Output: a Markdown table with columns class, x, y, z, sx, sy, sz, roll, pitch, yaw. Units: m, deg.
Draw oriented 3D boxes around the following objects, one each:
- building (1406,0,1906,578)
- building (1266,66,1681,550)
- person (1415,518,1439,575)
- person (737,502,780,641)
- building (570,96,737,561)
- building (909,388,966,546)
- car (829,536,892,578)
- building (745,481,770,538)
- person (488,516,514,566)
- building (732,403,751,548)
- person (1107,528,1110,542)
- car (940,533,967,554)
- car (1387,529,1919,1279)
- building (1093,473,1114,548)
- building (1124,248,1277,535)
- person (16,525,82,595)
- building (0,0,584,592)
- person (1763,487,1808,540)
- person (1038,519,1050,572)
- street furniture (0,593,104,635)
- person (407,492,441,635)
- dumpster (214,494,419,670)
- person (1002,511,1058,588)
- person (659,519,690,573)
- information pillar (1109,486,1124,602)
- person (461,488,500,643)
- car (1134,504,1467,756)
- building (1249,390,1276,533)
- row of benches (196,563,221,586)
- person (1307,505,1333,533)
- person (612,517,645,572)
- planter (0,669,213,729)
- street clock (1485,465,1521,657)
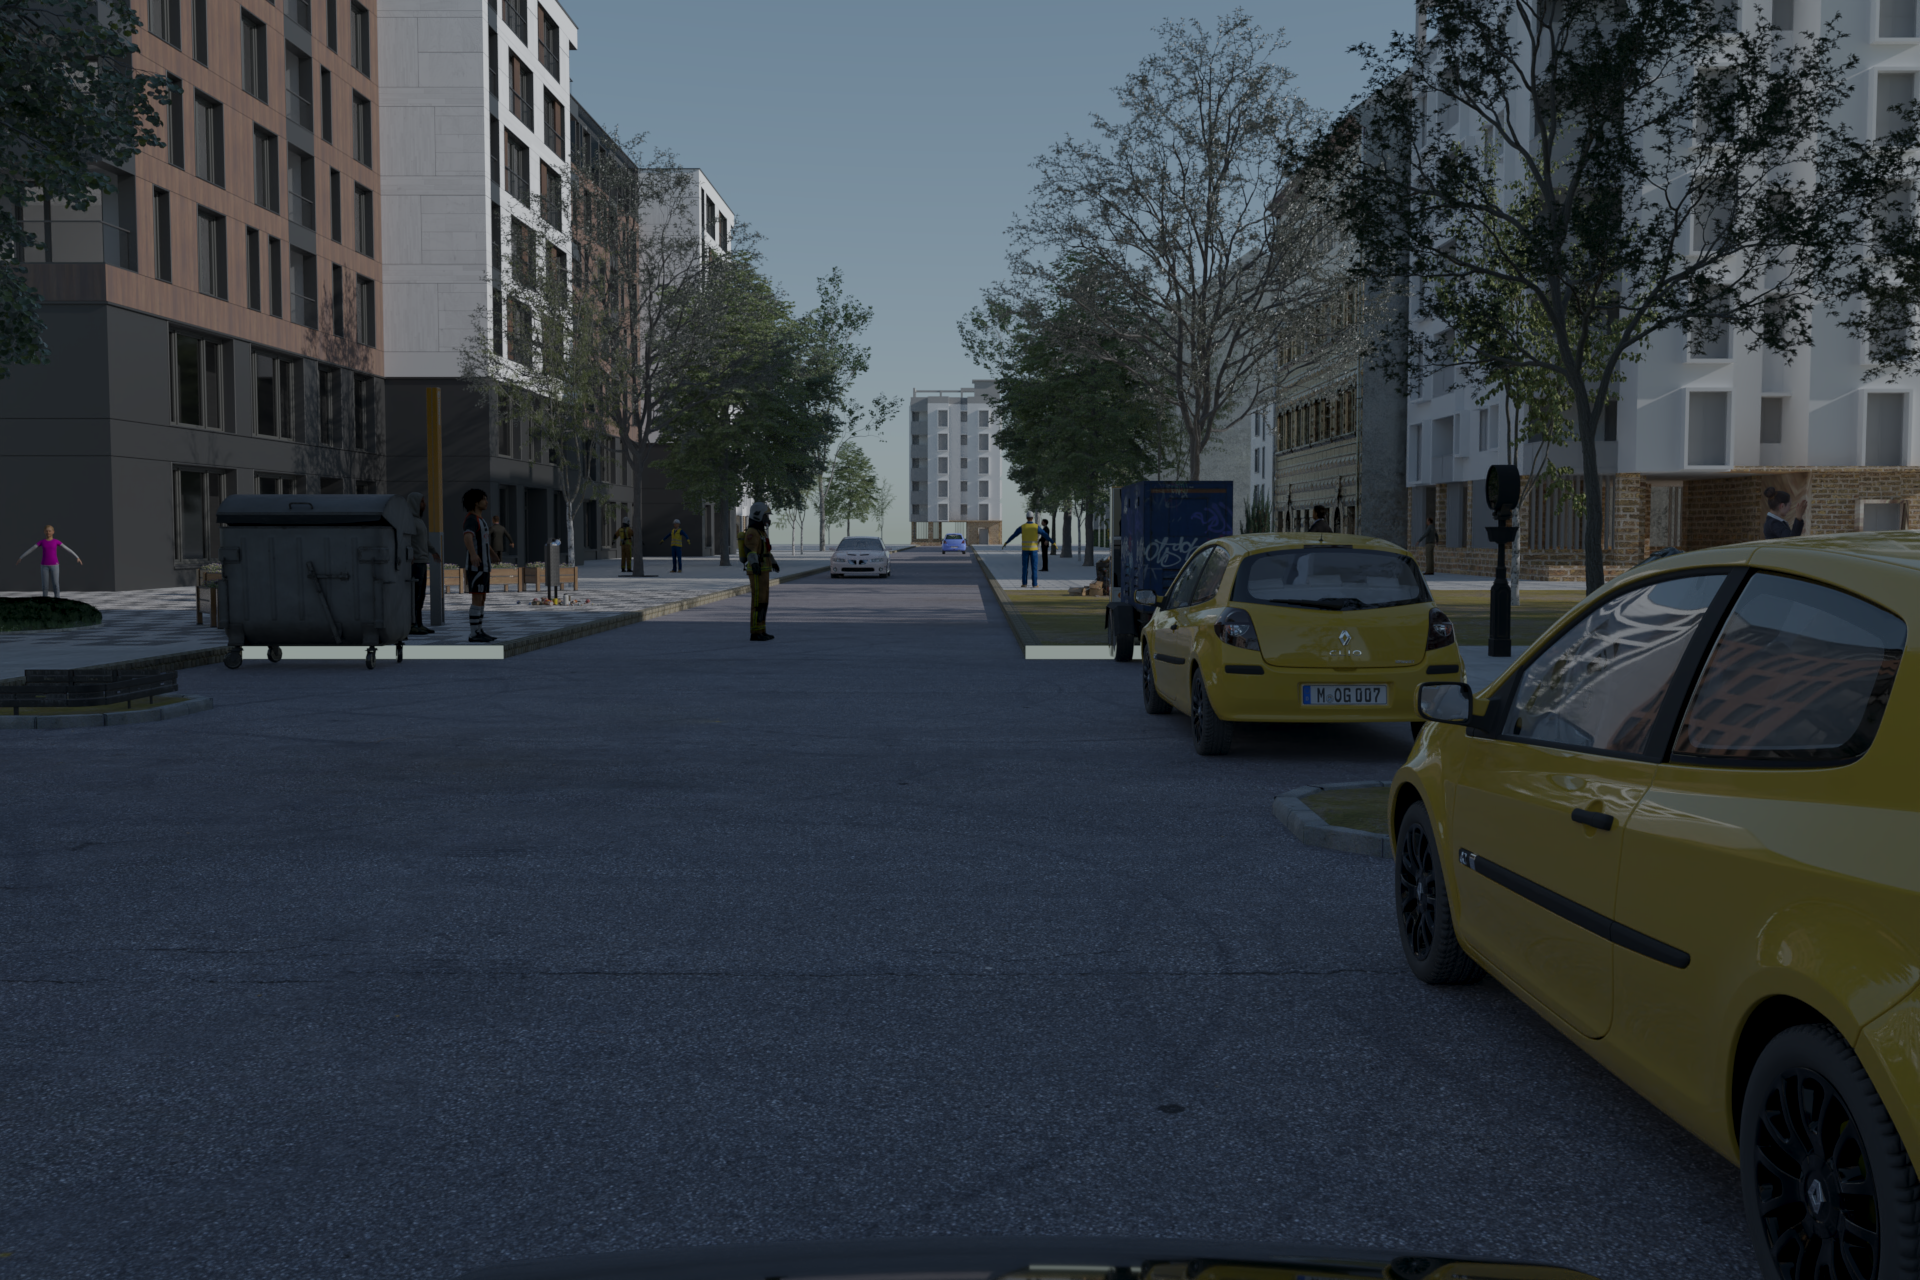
| class | x | y | z | sx | sy | sz | roll | pitch | yaw |
| --- | --- | --- | --- | --- | --- | --- | --- | --- | --- |
| building | 20.747 | -12.383 | 58.884 | 16.016 | 20.090 | 11.380 | 0 | 4 | 0 |
| building | 23.745 | -14.684 | 71.018 | 19.493 | 23.208 | 18.063 | 0 | 4 | 1 |
| person | 14.717 | -2.941 | 54.349 | 0.705 | 1.796 | 1.348 | 3 | 5 | 43 |
| person | -2.673 | -0.922 | 23.307 | 0.705 | 1.858 | 1.354 | 0 | 4 | 6 |
| building | -28.454 | -15.352 | 94.979 | 27.936 | 21.610 | 32.646 | 0 | 4 | 0 |
| building | -5.928 | -21.814 | 215.527 | 11.380 | 20.090 | 16.016 | 0 | 4 | -5 |
| car | -3.286 | -2.773 | 57.694 | 2.083 | 1.381 | 4.827 | 0 | 4 | 0 |
| building | -25.200 | -19.185 | 170.086 | 16.016 | 20.090 | 11.380 | 0 | 4 | 1 |
| person | -13.092 | -2.606 | 48.837 | 0.704 | 1.802 | 1.346 | 3 | 4 | 37 |
| building | -24.570 | -17.928 | 149.540 | 16.016 | 20.090 | 11.380 | 0 | 4 | -1 |
| person | 5.094 | -3.076 | 56.066 | 0.705 | 1.856 | 1.354 | 0 | 4 | -3 |
| car | -0.449 | -6.984 | 123.782 | 1.945 | 1.707 | 3.694 | 0 | 4 | -1 |
| car | 2.300 | 0.358 | 4.371 | 2.015 | 1.641 | 3.980 | 0 | 4 | 0 |
| building | 21.968 | -18.517 | 169.204 | 16.747 | 18.905 | 31.486 | 0 | 4 | 0 |
| building | 22.682 | -19.013 | 141.796 | 19.493 | 23.208 | 18.063 | 0 | 4 | 1 |
| person | -15.335 | -1.217 | 29.171 | 0.991 | 1.433 | 0.599 | -1 | 4 | -22 |
| building | -29.309 | -12.851 | 54.095 | 27.936 | 21.610 | 32.646 | 0 | 3 | 0 |
| person | 7.773 | -0.573 | 16.216 | 0.445 | 1.727 | 0.742 | -1 | 4 | -12 |
| person | 2.886 | -3.260 | 59.481 | 0.705 | 1.806 | 1.347 | -1 | 4 | -10 |
| street furniture | -16.881 | -0.405 | 22.244 | 10.072 | 0.657 | 5.734 | 0 | 4 | 6 |
| person | -6.917 | -0.979 | 22.133 | 0.705 | 1.813 | 1.348 | 0 | 4 | -2 |
| dumpster | -6.944 | -0.644 | 18.745 | 1.865 | 1.857 | 1.264 | 0 | 4 | 0 |
| person | 1.675 | -2.178 | 41.580 | 1.349 | 1.833 | 0.705 | 0 | 4 | 3 |
| person | -9.484 | -3.134 | 57.700 | 1.216 | 1.772 | 0.721 | 2 | 4 | 26 |
| information pillar | 2.483 | -1.369 | 26.871 | 0.304 | 2.012 | 0.304 | 0 | 4 | -1 |
| person | -5.705 | -0.884 | 20.596 | 0.704 | 1.843 | 1.345 | 0 | 4 | -5 |
| car | 2.345 | -0.148 | 12.644 | 2.015 | 1.641 | 3.980 | 0 | 4 | -1 |
| building | 22.473 | -9.325 | 94.607 | 9.099 | 9.664 | 28.070 | 0 | 4 | 1 |
| row of benches | -14.321 | -1.248 | 35.872 | 4.104 | 0.672 | 1.422 | 2 | 4 | 30 |
| person | 5.587 | -1.263 | 27.378 | 1.216 | 1.740 | 0.721 | -3 | 5 | -42 |
| person | -11.206 | -3.209 | 58.239 | 1.354 | 1.858 | 0.705 | 2 | 4 | 27 |
| planter | -7.119 | 0.454 | 13.716 | 1.991 | 0.319 | 1.994 | 0 | 3 | 0 |
| street clock | 5.658 | -0.828 | 18.104 | 0.358 | 2.002 | 0.471 | 0 | 3 | 0 |
